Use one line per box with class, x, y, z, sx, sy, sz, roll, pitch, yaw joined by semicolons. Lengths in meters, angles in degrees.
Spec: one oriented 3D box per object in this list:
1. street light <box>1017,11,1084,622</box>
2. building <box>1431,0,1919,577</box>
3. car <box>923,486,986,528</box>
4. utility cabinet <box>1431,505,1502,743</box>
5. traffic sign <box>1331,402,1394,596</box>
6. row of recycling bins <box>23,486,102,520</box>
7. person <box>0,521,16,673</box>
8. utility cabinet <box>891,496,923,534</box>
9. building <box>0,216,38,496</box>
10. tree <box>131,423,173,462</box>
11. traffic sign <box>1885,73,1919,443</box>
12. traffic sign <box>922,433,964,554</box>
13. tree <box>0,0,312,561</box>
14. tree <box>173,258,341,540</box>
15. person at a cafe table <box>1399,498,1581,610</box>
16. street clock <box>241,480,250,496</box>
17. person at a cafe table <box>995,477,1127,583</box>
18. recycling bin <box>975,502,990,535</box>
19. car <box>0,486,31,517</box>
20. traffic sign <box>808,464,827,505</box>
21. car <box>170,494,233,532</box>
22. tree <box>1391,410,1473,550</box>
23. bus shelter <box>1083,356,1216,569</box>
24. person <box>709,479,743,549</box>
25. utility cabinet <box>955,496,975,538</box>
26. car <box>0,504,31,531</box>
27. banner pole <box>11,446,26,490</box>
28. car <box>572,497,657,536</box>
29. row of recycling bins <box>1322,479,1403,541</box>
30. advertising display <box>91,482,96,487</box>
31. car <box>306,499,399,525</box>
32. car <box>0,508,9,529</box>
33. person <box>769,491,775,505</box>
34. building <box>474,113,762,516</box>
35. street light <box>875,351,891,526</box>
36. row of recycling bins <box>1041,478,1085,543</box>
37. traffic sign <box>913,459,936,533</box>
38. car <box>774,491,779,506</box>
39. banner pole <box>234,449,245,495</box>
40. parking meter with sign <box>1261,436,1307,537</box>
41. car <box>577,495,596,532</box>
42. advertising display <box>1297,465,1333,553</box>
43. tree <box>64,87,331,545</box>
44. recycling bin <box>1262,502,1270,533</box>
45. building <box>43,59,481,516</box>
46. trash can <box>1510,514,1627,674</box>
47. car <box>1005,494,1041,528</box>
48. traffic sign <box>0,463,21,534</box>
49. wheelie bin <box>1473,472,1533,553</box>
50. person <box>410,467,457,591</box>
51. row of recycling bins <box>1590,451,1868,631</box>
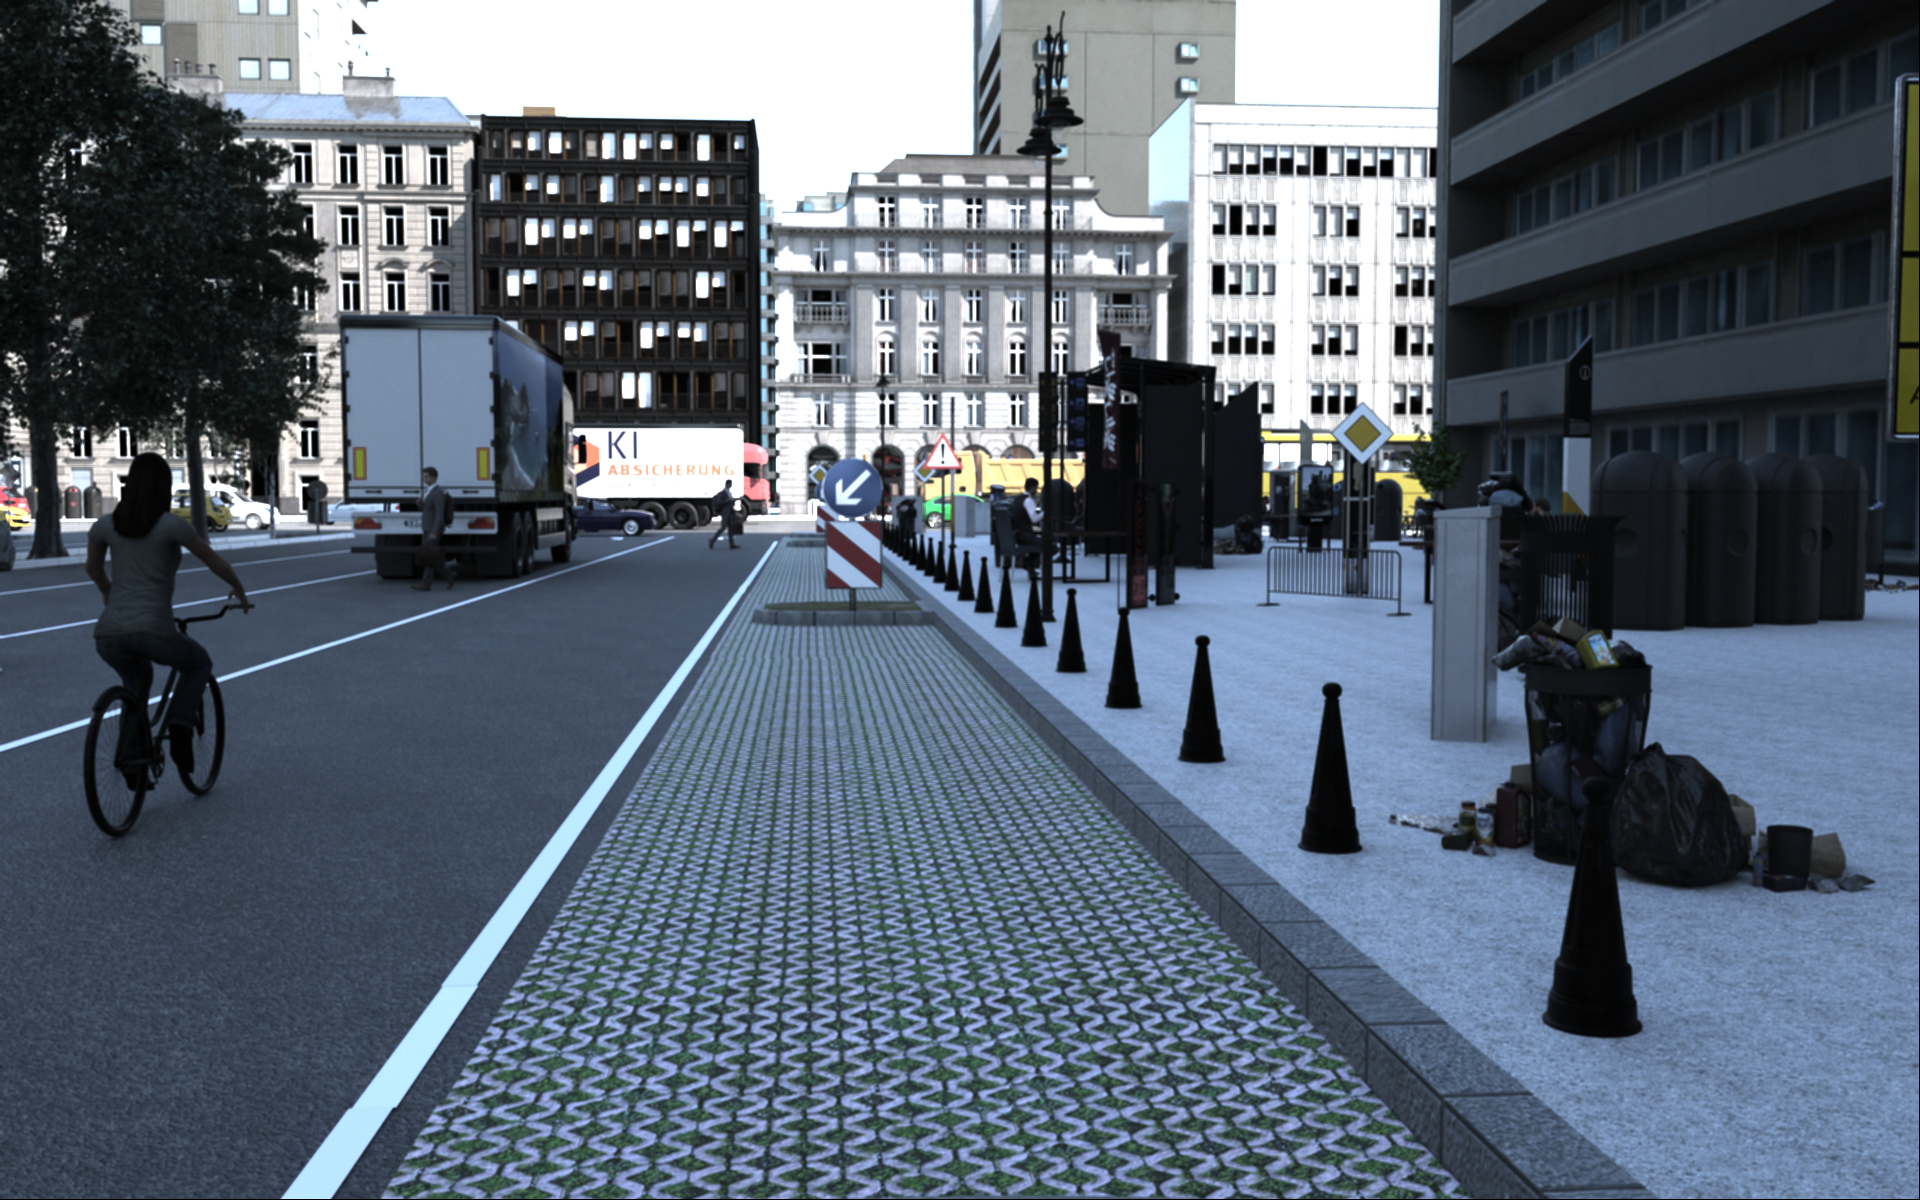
street light;0.877;-2.719;17.251;0.468;5.910;1.993;0;4;-5
building;23.689;-25.085;33.843;21.300;48.544;21.600;0;4;-5
car;0.221;-3.985;73.959;4.718;1.807;1.959;0;4;-5
utility cabinet;2.750;0.106;9.423;0.306;1.237;1.020;1;4;20
traffic sign;5.038;-1.258;21.759;0.795;2.450;0.064;0;4;-1
row of recycling bins;-45.315;-4.916;87.497;3.534;1.692;1.069;-3;4;-38
person;-7.920;-0.177;13.989;0.503;1.515;0.523;-1;4;-13
utility cabinet;-1.704;-2.732;55.834;1.020;1.237;0.306;0;4;-3
building;-62.589;-15.394;100.838;18.267;20.994;9.793;0;4;-5
tree;-40.208;-8.388;87.500;4.360;8.622;3.978;0;3;0
traffic sign;5.656;-0.896;8.518;2.265;3.308;0.079;0;4;-1
traffic sign;-0.361;-2.255;36.876;0.884;2.594;0.081;0;4;2
tree;-18.968;-7.114;35.787;9.611;12.733;9.660;0;3;0
tree;-20.294;-6.007;51.027;4.360;8.622;3.978;0;3;0
person at a cafe table;6.292;-0.554;19.918;1.698;1.238;1.726;-2;4;-30
street clock;-36.776;-5.171;89.116;0.471;2.002;0.358;-2;4;-31
person at a cafe table;1.325;-1.031;25.380;1.622;1.524;1.698;-2;4;-26
recycling bin;0.593;-2.588;54.864;0.722;1.027;0.722;-2;4;-31
car;-41.210;-3.828;71.267;5.304;1.827;2.281;0;4;-3
traffic sign;-4.636;-3.285;57.350;0.795;2.450;0.064;0;4;-5
car;-29.593;-3.367;65.280;3.980;1.641;2.015;0;4;-6
tree;11.099;-2.781;40.072;1.663;3.219;1.824;0;3;0
bus shelter;3.326;-2.529;32.634;1.731;3.624;6.357;0;4;-5
person;-6.109;-2.243;45.139;0.822;1.834;0.622;1;4;14
utility cabinet;0.127;-2.467;51.491;0.306;1.237;1.020;-2;4;-23
car;-38.265;-3.484;67.185;3.980;1.641;2.015;0;4;-3
banner pole;-48.563;-6.081;89.449;0.401;3.779;0.863;3;5;43
car;-12.465;-2.886;59.770;3.894;1.354;1.945;0;4;-5
row of recycling bins;11.105;-2.547;48.750;1.069;1.692;3.534;-2;4;-28
advertising display;-55.093;-6.456;110.774;0.974;1.923;0.123;-2;4;-28
car;-28.001;-4.185;80.423;4.499;1.417;2.014;0;4;-4
car;-29.867;-2.515;51.345;2.015;1.641;3.980;0;4;-5
person;-23.542;-12.829;218.193;1.348;1.831;0.705;1;4;18
building;-20.283;-16.889;105.816;15.834;23.373;12.332;0;4;-5
street light;-2.505;-5.101;56.184;0.468;5.910;1.993;0;4;-5
row of recycling bins;3.894;-2.389;46.166;3.534;1.692;1.069;-1;4;-17
traffic sign;-1.158;-3.395;56.692;0.795;2.450;0.064;0;4;2
car;-21.737;-12.524;213.442;2.281;1.827;5.304;0;4;-6
banner pole;-35.306;-5.808;84.975;0.401;3.779;0.863;1;4;17
parking meter with sign;9.653;-3.399;51.837;1.738;3.016;0.543;3;4;39
car;-15.173;-3.268;65.437;4.499;1.417;2.014;0;4;-6
advertising display;7.818;-2.014;38.143;0.974;1.923;0.123;-2;4;-32
tree;-20.110;-7.386;45.271;6.751;12.117;7.091;0;3;0
recycling bin;10.158;-2.752;57.553;0.722;1.027;0.722;1;4;16
building;-40.780;-18.830;105.138;25.104;27.353;12.463;0;4;-5
trash can;4.139;-0.011;11.826;0.748;1.137;0.748;0;3;0
car;2.094;-3.668;69.764;4.222;1.686;2.009;0;4;-3
traffic sign;-30.286;-3.151;55.157;0.795;2.450;0.064;0;4;-5
wheelie bin;7.899;-1.059;25.222;0.693;1.594;0.980;-1;4;-14
person;-7.786;-1.054;25.692;0.822;1.834;0.622;-3;5;-44
row of recycling bins;7.720;-0.616;17.191;3.534;1.692;1.069;-2;4;-28
